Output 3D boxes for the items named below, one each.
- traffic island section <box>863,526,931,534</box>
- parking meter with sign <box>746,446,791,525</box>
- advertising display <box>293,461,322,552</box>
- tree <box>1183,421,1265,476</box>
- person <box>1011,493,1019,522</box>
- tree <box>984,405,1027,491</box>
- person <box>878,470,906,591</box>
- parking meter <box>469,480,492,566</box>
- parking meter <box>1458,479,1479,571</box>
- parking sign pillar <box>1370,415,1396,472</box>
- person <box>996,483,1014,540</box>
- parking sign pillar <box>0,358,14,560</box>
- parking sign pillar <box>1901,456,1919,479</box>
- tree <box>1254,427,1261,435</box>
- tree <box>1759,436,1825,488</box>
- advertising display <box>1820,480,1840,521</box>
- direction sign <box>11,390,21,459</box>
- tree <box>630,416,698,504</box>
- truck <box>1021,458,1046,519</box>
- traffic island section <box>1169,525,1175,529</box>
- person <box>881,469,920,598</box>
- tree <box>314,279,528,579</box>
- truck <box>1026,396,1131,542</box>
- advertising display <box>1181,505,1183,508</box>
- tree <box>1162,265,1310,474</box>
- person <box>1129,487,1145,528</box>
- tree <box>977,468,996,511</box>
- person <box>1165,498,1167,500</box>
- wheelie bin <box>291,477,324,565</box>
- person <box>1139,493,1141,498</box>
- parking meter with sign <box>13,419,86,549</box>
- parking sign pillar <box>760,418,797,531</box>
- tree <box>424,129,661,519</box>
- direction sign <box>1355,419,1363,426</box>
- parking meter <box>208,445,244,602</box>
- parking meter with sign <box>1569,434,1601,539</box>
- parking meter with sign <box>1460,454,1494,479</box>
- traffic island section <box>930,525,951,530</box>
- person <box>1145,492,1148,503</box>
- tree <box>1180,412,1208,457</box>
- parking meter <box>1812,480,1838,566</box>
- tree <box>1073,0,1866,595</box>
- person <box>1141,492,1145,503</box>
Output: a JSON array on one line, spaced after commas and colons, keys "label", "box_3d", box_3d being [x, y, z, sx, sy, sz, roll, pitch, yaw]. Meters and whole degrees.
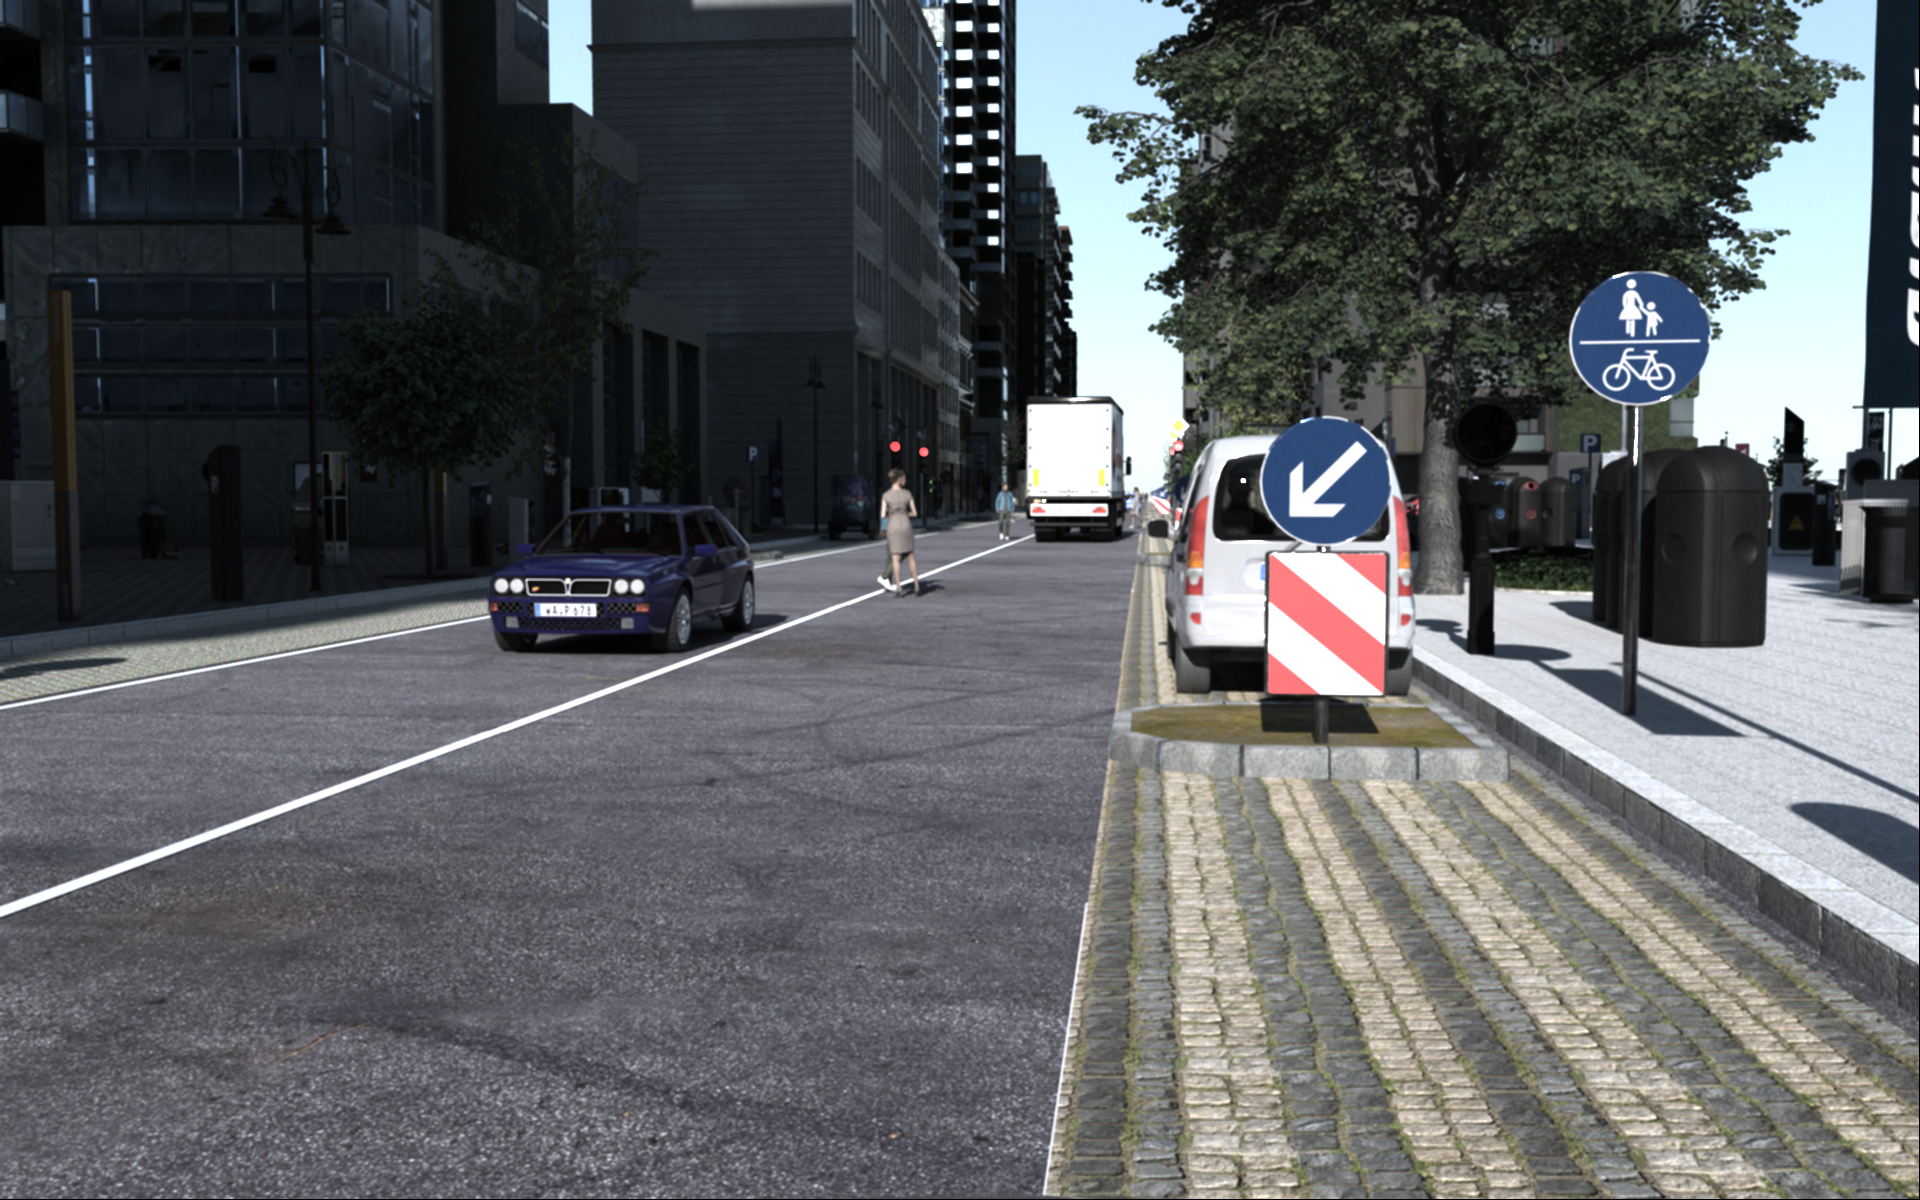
[{"label": "traffic island section", "box_3d": [-2.304, -2.457, 62.460, 2.009, 0.180, 2.903, 0, 4, 6]}, {"label": "parking meter with sign", "box_3d": [-6.886, -4.065, 62.719, 1.738, 3.016, 0.543, 2, 4, 34]}, {"label": "advertising display", "box_3d": [-12.659, -1.777, 34.262, 0.974, 1.923, 0.123, -1, 4, -10]}, {"label": "tree", "box_3d": [12.284, -5.680, 76.583, 4.285, 4.588, 4.351, 0, 3, 0]}, {"label": "person", "box_3d": [2.712, -4.732, 88.458, 0.523, 1.515, 0.503, -3, 5, -43]}, {"label": "tree", "box_3d": [3.984, -11.795, 143.212, 4.360, 8.622, 3.978, 0, 3, 0]}, {"label": "person", "box_3d": [-1.002, -1.014, 25.416, 0.444, 1.785, 0.601, -1, 4, -10]}, {"label": "parking meter", "box_3d": [-8.531, -1.371, 30.819, 0.372, 1.533, 0.369, 0, 3, 0]}, {"label": "parking meter", "box_3d": [8.501, -1.254, 28.922, 0.372, 1.533, 0.369, 0, 3, 0]}, {"label": "parking sign pillar", "box_3d": [14.422, -4.369, 59.904, 1.447, 3.967, 1.447, -3, 4, -38]}, {"label": "person", "box_3d": [1.409, -2.776, 54.235, 0.601, 1.785, 0.444, 0, 4, -5]}, {"label": "parking sign pillar", "box_3d": [-19.302, -2.778, 33.898, 1.447, 3.967, 1.447, 3, 5, 40]}, {"label": "parking sign pillar", "box_3d": [62.739, -7.683, 114.085, 1.447, 3.967, 1.447, 1, 4, 15]}, {"label": "tree", "box_3d": [8.578, -3.394, 50.099, 1.663, 3.219, 1.824, 0, 3, 0]}, {"label": "tree", "box_3d": [23.810, -3.372, 49.732, 1.663, 3.219, 1.824, 0, 3, 0]}, {"label": "advertising display", "box_3d": [40.628, -4.639, 81.062, 0.974, 1.923, 0.123, 3, 5, 45]}, {"label": "direction sign", "box_3d": [-20.776, -2.794, 37.687, 0.379, 3.537, 0.876, 1, 4, 13]}, {"label": "tree", "box_3d": [-7.252, -2.941, 42.684, 1.663, 3.219, 1.824, 0, 3, 0]}, {"label": "truck", "box_3d": [5.329, -6.948, 102.508, 2.839, 4.237, 11.283, 0, 4, 6]}, {"label": "traffic island section", "box_3d": [8.584, -2.877, 69.318, 2.009, 0.180, 2.903, 0, 4, 6]}, {"label": "person", "box_3d": [-0.826, -0.929, 24.035, 0.599, 1.781, 0.374, -1, 4, -15]}, {"label": "tree", "box_3d": [-8.214, -2.629, 26.691, 4.285, 4.588, 4.351, 0, 3, 0]}, {"label": "truck", "box_3d": [3.875, -4.059, 55.277, 2.839, 4.237, 11.283, 0, 4, 8]}, {"label": "advertising display", "box_3d": [17.891, -8.221, 139.632, 0.123, 1.923, 0.974, 0, 4, -2]}, {"label": "tree", "box_3d": [9.239, -6.400, 54.995, 4.737, 8.622, 4.395, 0, 3, 0]}, {"label": "person", "box_3d": [7.459, -3.903, 73.059, 0.760, 1.731, 0.466, -2, 4, -35]}, {"label": "tree", "box_3d": [2.003, -8.280, 129.983, 1.663, 3.219, 1.824, 0, 3, 0]}, {"label": "person", "box_3d": [14.726, -7.057, 124.158, 0.850, 1.792, 0.678, 0, 4, 2]}, {"label": "wheelie bin", "box_3d": [-11.696, -1.443, 31.505, 0.980, 1.594, 0.693, 2, 4, 32]}, {"label": "person", "box_3d": [28.766, -16.539, 278.935, 0.705, 1.821, 1.348, 3, 5, 39]}, {"label": "parking meter with sign", "box_3d": [-21.185, -2.685, 40.158, 1.738, 3.016, 0.543, 0, 4, 7]}, {"label": "parking sign pillar", "box_3d": [-6.465, -4.430, 60.902, 1.447, 3.967, 1.447, -1, 4, -8]}, {"label": "tree", "box_3d": [-8.098, -5.144, 34.466, 4.737, 8.622, 4.395, 0, 3, 0]}, {"label": "direction sign", "box_3d": [12.093, -3.705, 52.575, 0.379, 3.537, 0.876, 0, 4, -2]}, {"label": "parking meter", "box_3d": [-8.819, -0.923, 20.804, 0.399, 1.863, 0.255, 3, 5, 44]}, {"label": "parking meter with sign", "box_3d": [17.753, -3.266, 49.661, 0.543, 3.016, 1.738, 3, 5, 40]}, {"label": "parking meter with sign", "box_3d": [17.210, -3.714, 56.984, 1.738, 3.016, 0.543, -3, 4, -37]}, {"label": "traffic island section", "box_3d": [-1.449, -2.943, 70.399, 2.009, 0.180, 2.903, 0, 4, 6]}, {"label": "person", "box_3d": [28.644, -15.685, 265.864, 0.541, 1.710, 0.530, 1, 4, 20]}, {"label": "tree", "box_3d": [20.985, -12.455, 153.999, 4.360, 8.622, 3.978, 0, 3, 0]}, {"label": "parking meter", "box_3d": [15.528, -1.387, 31.094, 0.372, 1.533, 0.369, 0, 3, 0]}, {"label": "tree", "box_3d": [6.275, -7.048, 21.898, 9.857, 13.997, 8.962, 0, 3, 0]}, {"label": "person", "box_3d": [28.921, -16.158, 273.210, 0.750, 1.759, 0.617, -3, 5, -44]}]
